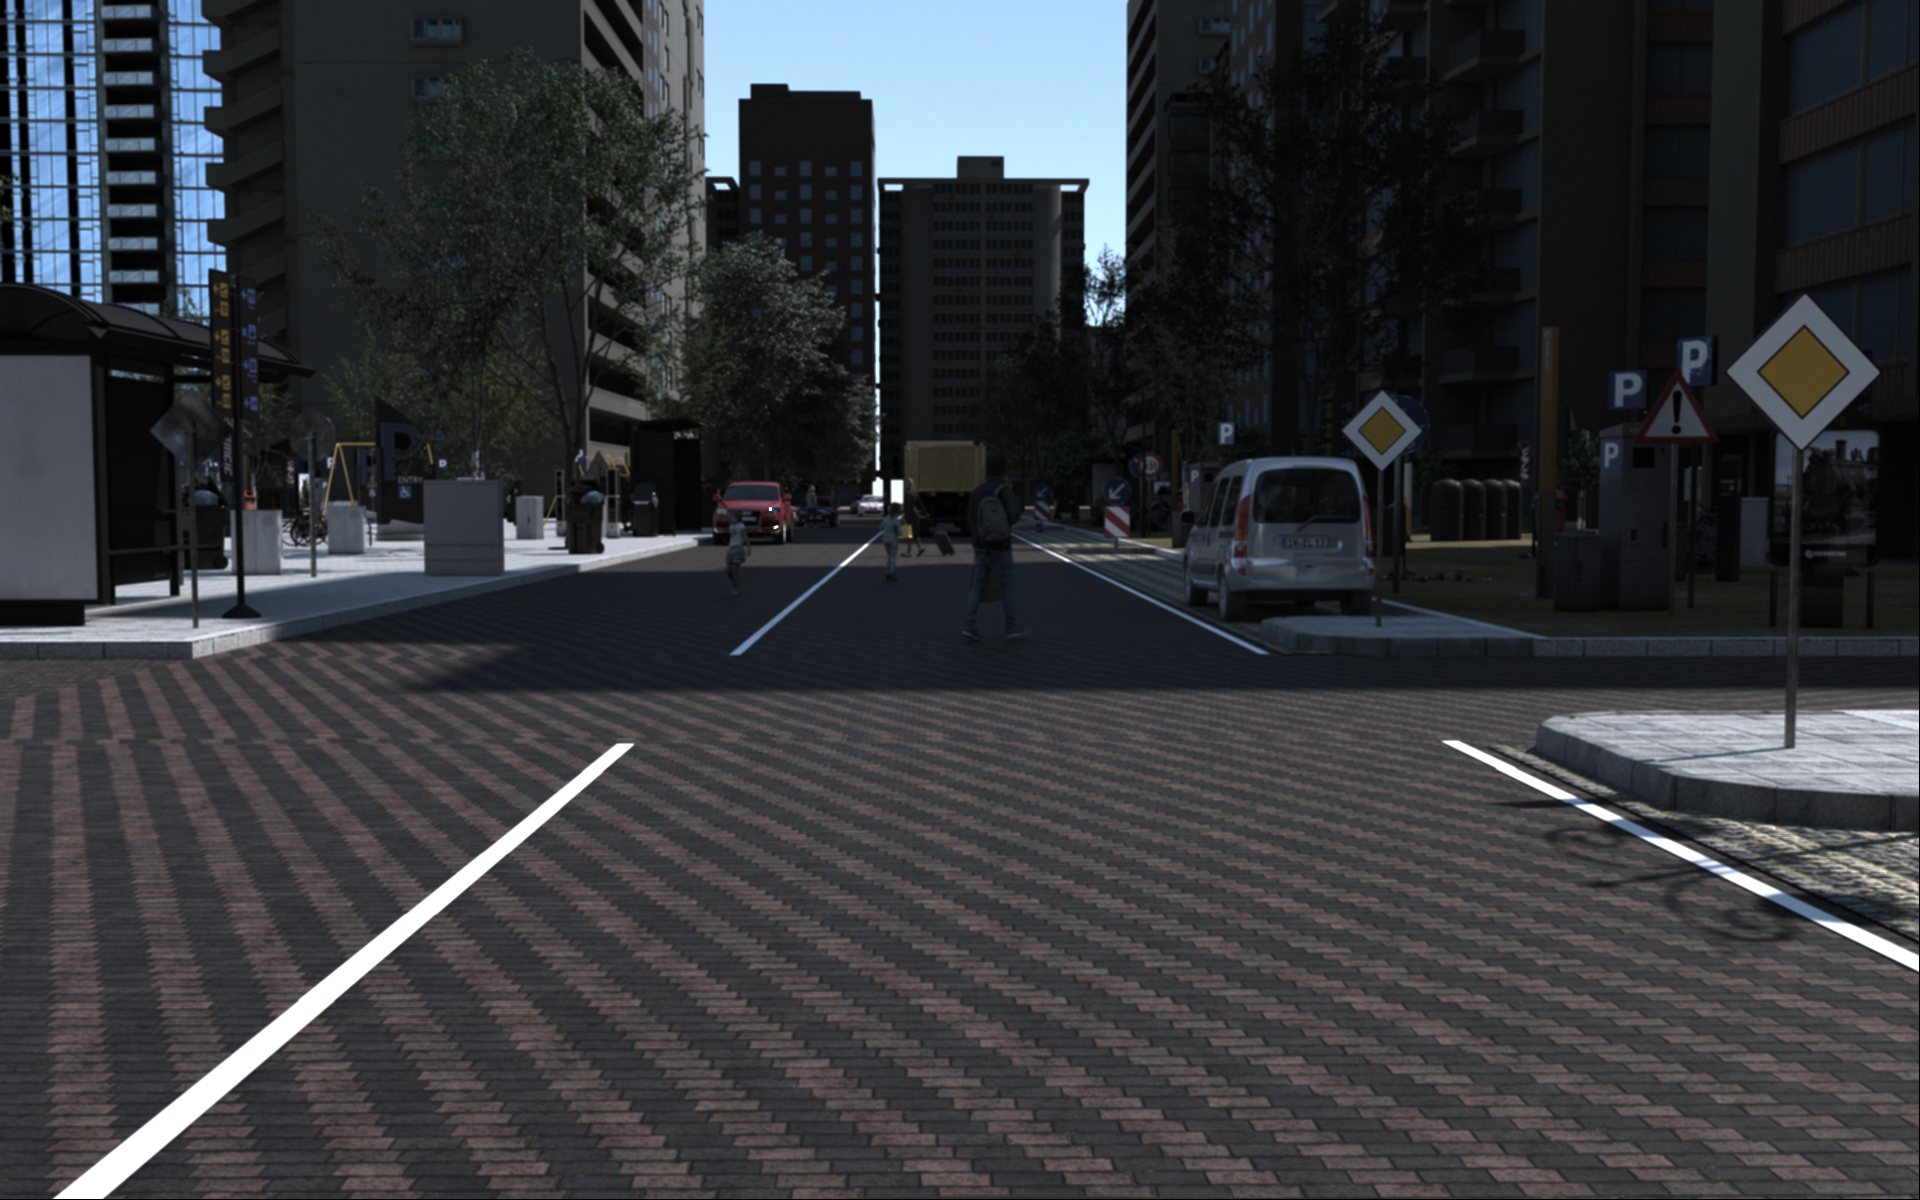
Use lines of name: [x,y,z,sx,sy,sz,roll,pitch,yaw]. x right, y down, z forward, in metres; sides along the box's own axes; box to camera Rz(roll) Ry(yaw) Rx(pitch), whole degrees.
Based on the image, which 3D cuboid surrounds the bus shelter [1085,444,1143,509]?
bus shelter: [6.487,-4.803,72.452,2.014,3.302,5.546,0,4,-1]

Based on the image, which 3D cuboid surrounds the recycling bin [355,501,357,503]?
recycling bin: [-23.625,-3.313,66.729,0.722,1.027,0.722,-1,4,-23]

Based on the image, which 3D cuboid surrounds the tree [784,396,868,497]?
tree: [-11.524,-13.066,148.046,7.601,10.594,8.767,-1,4,-23]

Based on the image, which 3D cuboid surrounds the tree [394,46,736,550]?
tree: [-9.000,-6.986,39.975,9.928,11.665,9.643,0,3,0]

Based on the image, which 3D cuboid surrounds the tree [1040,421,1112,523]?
tree: [5.195,-5.767,77.999,4.285,4.588,4.351,0,3,0]

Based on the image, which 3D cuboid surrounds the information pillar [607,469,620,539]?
information pillar: [-10.003,-2.782,49.980,0.304,2.012,0.304,0,4,5]

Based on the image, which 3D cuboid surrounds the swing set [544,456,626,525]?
swing set: [-15.301,-4.520,71.516,2.862,2.851,3.119,-3,5,-41]

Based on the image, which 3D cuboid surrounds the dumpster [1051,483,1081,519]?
dumpster: [5.470,-5.290,88.979,1.502,2.255,1.985,0,4,-1]

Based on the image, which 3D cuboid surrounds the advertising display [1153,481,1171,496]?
advertising display: [9.924,-4.876,84.935,0.974,1.923,0.123,2,4,31]

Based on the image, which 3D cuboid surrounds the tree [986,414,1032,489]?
tree: [4.203,-12.394,153.011,4.737,8.622,4.395,0,3,0]

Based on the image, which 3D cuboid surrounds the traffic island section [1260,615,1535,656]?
traffic island section: [4.066,0.338,16.753,2.009,0.180,2.903,0,4,-1]

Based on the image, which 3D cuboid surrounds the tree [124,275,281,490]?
tree: [-25.181,-6.629,58.747,4.737,8.622,4.395,0,3,0]

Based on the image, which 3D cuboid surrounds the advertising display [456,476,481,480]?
advertising display: [-17.541,-3.471,61.963,0.974,1.923,0.123,-2,4,-27]

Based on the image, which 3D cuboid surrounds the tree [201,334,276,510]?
tree: [-30.082,-7.534,73.542,4.360,8.622,3.978,0,3,0]

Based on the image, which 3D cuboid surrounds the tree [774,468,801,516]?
tree: [-10.323,-6.640,103.160,1.663,3.219,1.824,0,3,0]

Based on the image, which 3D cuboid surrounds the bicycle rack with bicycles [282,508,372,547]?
bicycle rack with bicycles: [-15.962,-1.808,42.946,2.925,0.926,2.852,-2,4,-33]

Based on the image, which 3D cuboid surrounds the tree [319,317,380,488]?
tree: [-23.436,-7.332,70.235,4.737,8.622,4.395,0,3,0]

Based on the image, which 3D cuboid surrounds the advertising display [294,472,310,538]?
advertising display: [-19.197,-2.782,50.704,0.123,1.923,0.974,0,4,3]

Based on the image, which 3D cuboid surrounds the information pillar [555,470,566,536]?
information pillar: [-12.162,-2.970,53.049,0.304,2.012,0.304,2,4,31]

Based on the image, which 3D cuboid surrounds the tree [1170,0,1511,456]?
tree: [6.743,-5.970,32.017,7.601,10.594,8.767,-1,4,-19]

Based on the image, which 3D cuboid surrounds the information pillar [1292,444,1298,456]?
information pillar: [15.683,-5.501,81.292,0.183,3.616,0.504,-1,4,-14]

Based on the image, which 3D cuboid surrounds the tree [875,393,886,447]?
tree: [-11.308,-15.404,158.512,9.857,13.997,8.962,0,3,0]

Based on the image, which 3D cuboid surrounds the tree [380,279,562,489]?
tree: [-15.736,-6.527,57.080,4.737,8.622,4.395,0,3,0]

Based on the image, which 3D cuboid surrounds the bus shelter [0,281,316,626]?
bus shelter: [-9.145,-1.552,19.305,2.014,3.302,5.546,0,4,-1]

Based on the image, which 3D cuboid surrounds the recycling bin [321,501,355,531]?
recycling bin: [-20.997,-2.797,58.288,0.722,1.027,0.722,3,4,38]

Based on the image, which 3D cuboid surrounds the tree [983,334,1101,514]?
tree: [5.205,-11.265,109.937,9.928,11.665,9.643,0,3,0]

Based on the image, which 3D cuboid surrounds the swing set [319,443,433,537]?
swing set: [-17.798,-3.393,53.092,3.119,2.851,2.862,0,4,6]

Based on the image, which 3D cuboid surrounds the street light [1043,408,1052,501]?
street light: [4.624,-7.245,91.249,0.468,5.910,1.993,0,4,-1]

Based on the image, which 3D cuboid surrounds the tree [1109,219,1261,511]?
tree: [6.038,-5.857,46.126,4.360,8.622,3.978,0,3,0]

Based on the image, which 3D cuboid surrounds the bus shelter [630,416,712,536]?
bus shelter: [-9.196,-3.927,55.484,1.731,3.624,6.357,0,4,-1]

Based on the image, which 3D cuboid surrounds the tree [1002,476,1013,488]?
tree: [4.213,-10.508,166.403,1.663,3.219,1.824,0,3,0]

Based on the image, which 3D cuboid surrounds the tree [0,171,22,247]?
tree: [-16.233,-4.559,24.901,4.737,8.622,4.395,0,3,0]

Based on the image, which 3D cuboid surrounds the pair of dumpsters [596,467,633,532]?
pair of dumpsters: [-11.772,-3.520,60.052,1.574,2.255,4.437,0,4,-1]

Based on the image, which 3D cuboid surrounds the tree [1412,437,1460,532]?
tree: [15.802,-3.913,58.573,1.663,3.219,1.824,0,3,0]

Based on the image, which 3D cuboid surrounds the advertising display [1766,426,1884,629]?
advertising display: [8.261,-0.695,16.573,0.974,1.923,0.123,1,4,15]

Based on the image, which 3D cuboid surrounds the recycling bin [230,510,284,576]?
recycling bin: [-11.190,-0.919,27.583,0.722,1.027,0.722,-1,4,-18]

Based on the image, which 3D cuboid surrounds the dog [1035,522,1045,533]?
dog: [2.970,-2.655,63.600,0.748,0.427,0.550,-3,5,-41]

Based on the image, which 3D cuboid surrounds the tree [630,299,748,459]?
tree: [-10.060,-6.979,64.467,4.737,8.622,4.395,0,3,0]

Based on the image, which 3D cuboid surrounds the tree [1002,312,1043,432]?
tree: [5.901,-7.899,63.566,8.767,10.594,7.601,0,4,-4]

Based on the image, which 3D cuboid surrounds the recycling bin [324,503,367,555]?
recycling bin: [-13.084,-1.494,36.985,0.722,1.027,0.722,-1,4,-13]

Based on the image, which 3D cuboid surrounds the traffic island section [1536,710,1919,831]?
traffic island section: [4.215,0.826,8.769,2.009,0.180,2.903,0,4,-1]

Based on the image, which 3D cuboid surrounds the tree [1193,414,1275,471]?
tree: [11.275,-5.361,71.358,4.285,4.588,4.351,0,3,0]

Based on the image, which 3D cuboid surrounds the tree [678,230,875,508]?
tree: [-9.168,-10.833,83.773,9.857,13.997,8.962,0,3,0]

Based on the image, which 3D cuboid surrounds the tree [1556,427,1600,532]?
tree: [17.913,-3.397,50.142,1.663,3.219,1.824,0,3,0]

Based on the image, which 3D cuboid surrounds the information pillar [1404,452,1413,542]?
information pillar: [11.923,-3.347,46.076,0.183,3.616,0.504,0,4,-1]

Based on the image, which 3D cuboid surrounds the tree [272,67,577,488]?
tree: [-8.581,-4.851,29.680,4.360,8.622,3.978,0,3,0]

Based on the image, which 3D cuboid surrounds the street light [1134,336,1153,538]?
street light: [5.402,-4.770,50.781,0.468,5.910,1.993,0,4,-1]

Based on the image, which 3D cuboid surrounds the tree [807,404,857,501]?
tree: [-10.300,-11.407,136.864,4.737,8.622,4.395,0,3,0]
